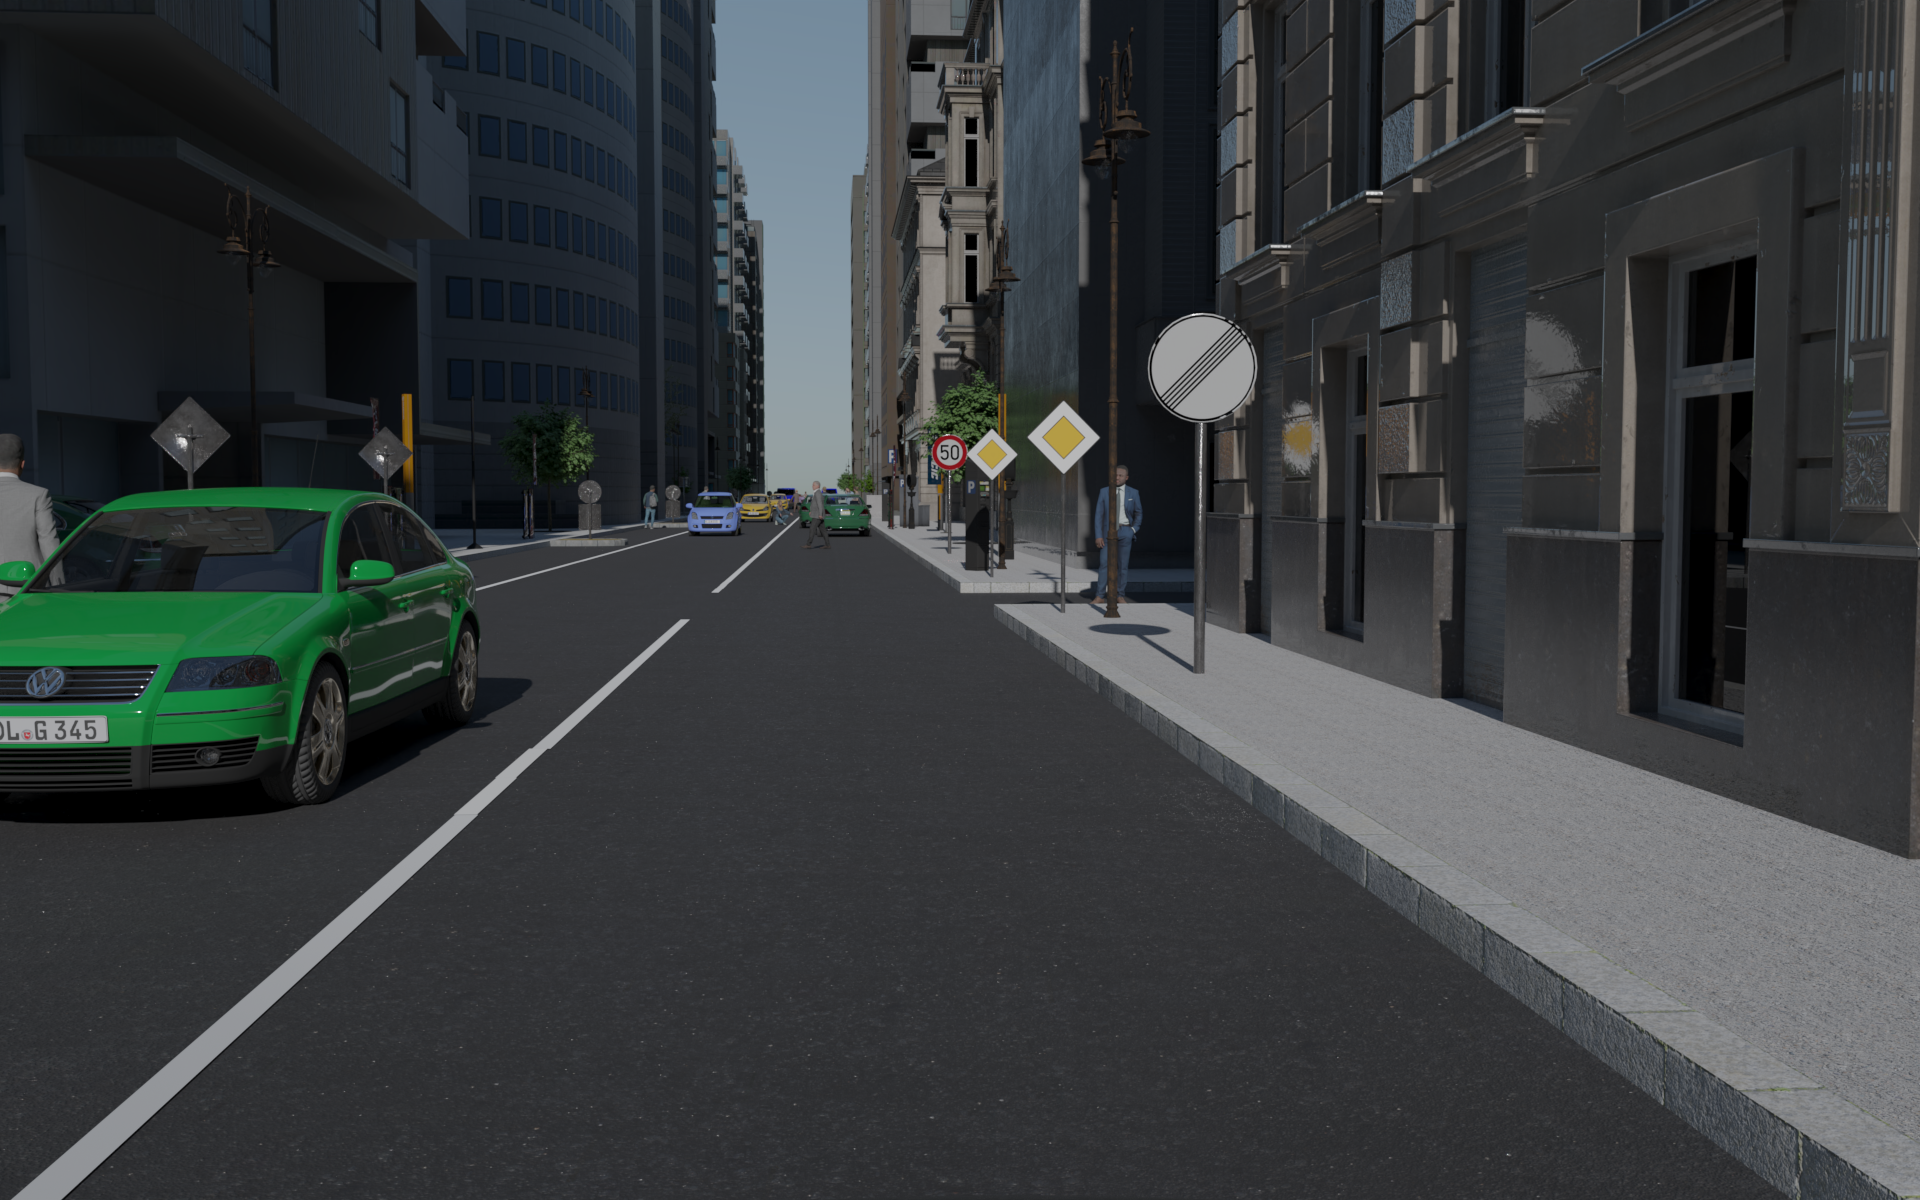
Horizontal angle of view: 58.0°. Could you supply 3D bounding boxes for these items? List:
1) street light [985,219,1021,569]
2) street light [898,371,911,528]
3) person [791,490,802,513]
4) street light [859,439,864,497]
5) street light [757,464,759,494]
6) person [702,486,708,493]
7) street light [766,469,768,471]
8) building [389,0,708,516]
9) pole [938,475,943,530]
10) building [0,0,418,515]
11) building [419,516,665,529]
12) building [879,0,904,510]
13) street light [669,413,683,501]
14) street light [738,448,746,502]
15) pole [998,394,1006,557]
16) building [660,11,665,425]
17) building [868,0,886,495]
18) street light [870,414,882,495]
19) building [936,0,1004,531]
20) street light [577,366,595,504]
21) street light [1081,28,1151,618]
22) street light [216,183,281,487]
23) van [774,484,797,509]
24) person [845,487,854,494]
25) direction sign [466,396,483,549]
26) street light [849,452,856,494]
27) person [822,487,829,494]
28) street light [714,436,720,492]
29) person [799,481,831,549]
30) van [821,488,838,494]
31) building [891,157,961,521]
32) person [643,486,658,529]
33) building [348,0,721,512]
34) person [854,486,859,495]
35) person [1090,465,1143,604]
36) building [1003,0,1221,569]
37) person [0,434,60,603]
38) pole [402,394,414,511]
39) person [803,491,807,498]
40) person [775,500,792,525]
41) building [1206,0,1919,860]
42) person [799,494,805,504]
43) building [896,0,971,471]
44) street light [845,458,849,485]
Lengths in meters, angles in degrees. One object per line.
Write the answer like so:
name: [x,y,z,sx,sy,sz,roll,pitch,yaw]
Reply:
street light: [0.717,-3.464,29.421,0.468,5.910,1.993,0,4,-4]
street light: [-2.080,-5.646,65.093,0.468,5.910,1.993,0,4,-4]
person: [-12.644,-7.621,133.652,0.990,1.755,0.434,-2,4,-27]
street light: [-8.086,-10.346,141.947,0.468,5.910,1.993,0,4,-4]
street light: [-25.718,-15.162,220.684,0.468,5.910,1.993,0,4,-4]
person: [-12.506,-4.689,85.262,0.391,1.810,0.635,-3,5,-45]
street light: [-28.639,-17.383,256.993,0.468,5.910,1.993,0,4,-4]
building: [-30.288,-35.807,127.441,21.231,58.520,28.212,0,4,-4]
pole: [-0.686,-4.106,60.981,0.158,3.312,0.155,0,3,0]
building: [-26.738,-27.411,37.410,28.713,52.752,27.495,0,4,-4]
building: [-24.650,-32.495,73.290,21.231,58.520,28.212,0,4,-4]
building: [0.662,-30.049,141.417,14.600,45.320,14.200,0,4,-4]
street light: [-16.286,-7.699,98.669,0.468,5.910,1.993,0,4,-4]
street light: [-22.024,-12.306,173.991,0.468,5.910,1.993,0,4,-4]
pole: [0.860,-2.541,35.394,0.158,3.312,0.155,0,3,0]
building: [-26.029,-27.941,106.944,14.600,45.320,14.200,0,4,-4]
building: [1.911,-37.941,162.341,21.231,58.520,28.212,0,4,-4]
street light: [-4.793,-7.819,100.633,0.468,5.910,1.993,0,4,-4]
building: [6.430,-15.036,64.925,14.460,24.649,34.723,0,4,-4]
street light: [-13.437,-5.484,62.449,0.468,5.910,1.993,0,4,-4]
street light: [1.581,-2.755,17.830,0.468,5.910,1.993,0,4,-4]
street light: [-10.684,-3.265,26.170,0.468,5.910,1.993,0,4,-4]
van: [-16.321,-9.704,163.041,2.240,2.365,5.245,0,4,-3]
person: [-5.898,-5.151,92.981,0.793,1.790,0.793,3,5,44]
direction sign: [-11.383,-2.968,40.517,0.379,3.537,0.876,-1,4,-18]
street light: [-11.569,-13.183,188.321,0.468,5.910,1.993,0,4,-4]
person: [-6.067,-4.233,78.136,0.576,1.772,0.534,-2,4,-32]
street light: [-19.364,-10.132,138.447,0.468,5.910,1.993,0,4,-4]
person: [-3.787,-2.219,45.176,0.834,1.777,0.661,-1,4,-11]
van: [-14.273,-11.248,188.285,2.240,2.365,5.245,0,4,-6]
building: [1.997,-13.902,91.925,10.561,19.102,19.286,0,4,-4]
person: [-12.703,-3.812,71.172,0.623,1.781,0.721,0,4,-7]
building: [-35.932,-34.633,155.491,28.713,52.752,27.495,0,4,-4]
person: [-4.705,-4.242,78.194,0.374,1.781,0.599,0,4,7]
person: [2.007,-0.837,22.360,0.721,1.800,0.419,0,4,-3]
building: [16.438,-13.226,35.317,30.058,24.678,14.314,0,4,-4]
person: [-5.695,-0.097,10.358,0.678,1.792,0.850,-1,4,-17]
pole: [-11.293,-2.545,35.449,0.158,3.312,0.155,0,3,0]
person: [-17.905,-11.753,201.367,1.217,1.736,0.721,-2,4,-24]
person: [-8.247,-4.094,80.931,0.738,1.151,1.012,3,5,43]
building: [9.015,-12.695,4.830,12.463,27.353,25.104,0,4,-4]
person: [-11.125,-6.753,122.152,0.421,1.427,0.697,-3,5,-41]
building: [9.451,-32.501,120.635,28.713,52.752,27.495,0,4,-4]
street light: [-14.391,-15.356,223.852,0.468,5.910,1.993,0,4,-4]
